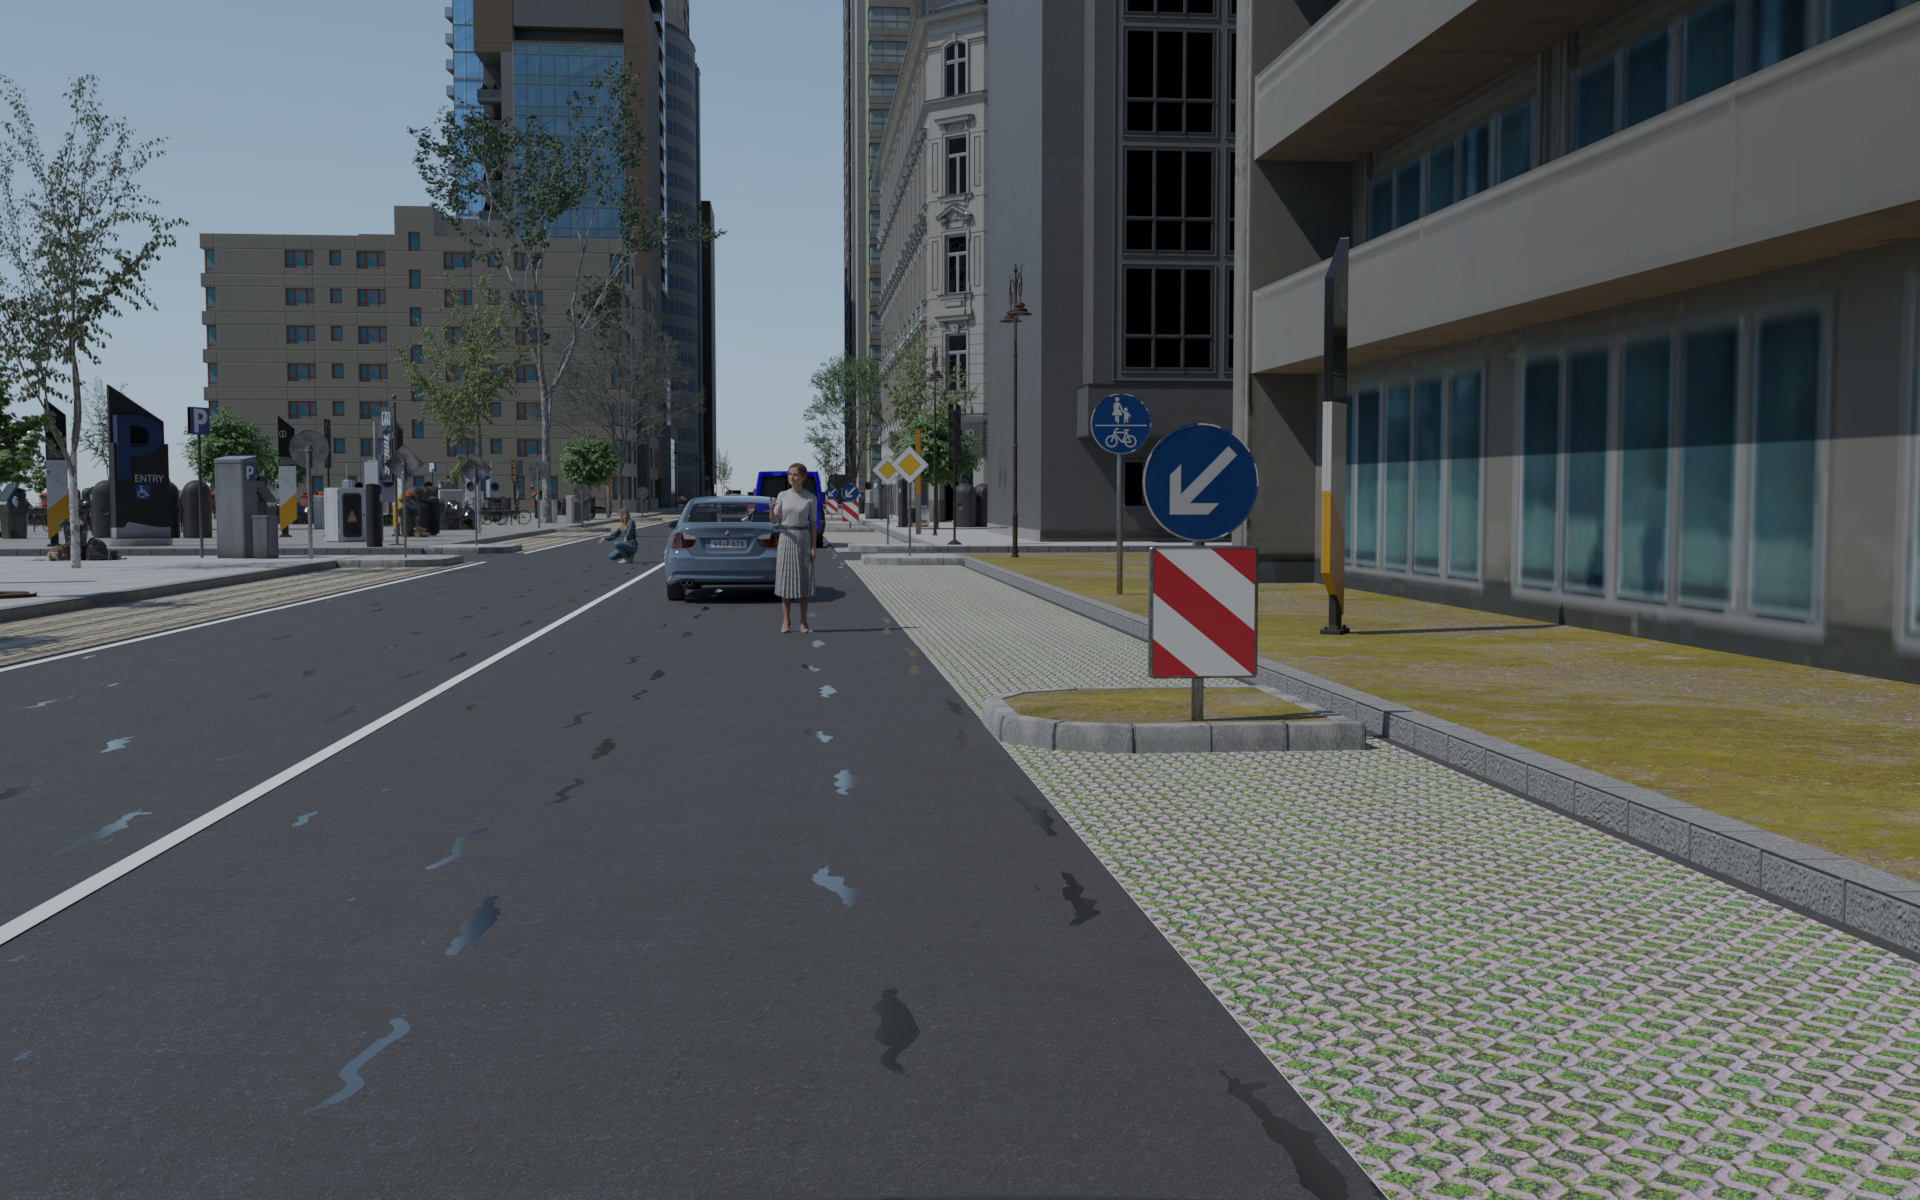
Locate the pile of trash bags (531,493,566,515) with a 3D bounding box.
[{"bbox_3d":[-24.075,-5.769,104.079,3.447,1.369,1.912,-2,4,-33],"label":"pile of trash bags"}]

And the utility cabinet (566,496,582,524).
[{"bbox_3d":[-16.879,-3.950,75.743,0.306,1.237,1.020,1,4,11],"label":"utility cabinet"}]

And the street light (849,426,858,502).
[{"bbox_3d":[-7.148,-8.908,118.437,0.468,5.910,1.993,0,4,-6],"label":"street light"}]

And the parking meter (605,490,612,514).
[{"bbox_3d":[-22.209,-6.178,109.415,0.372,1.533,0.369,0,3,0],"label":"parking meter"}]

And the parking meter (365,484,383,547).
[{"bbox_3d":[-14.169,-2.047,41.884,0.372,1.533,0.369,0,3,0],"label":"parking meter"}]

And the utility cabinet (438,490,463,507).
[{"bbox_3d":[-25.857,-4.851,87.989,1.173,1.500,0.318,-2,4,-32],"label":"utility cabinet"}]

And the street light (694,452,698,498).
[{"bbox_3d":[-28.082,-12.956,184.612,0.468,5.910,1.993,0,4,-6],"label":"street light"}]

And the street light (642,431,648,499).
[{"bbox_3d":[-21.624,-8.943,119.007,0.468,5.910,1.993,0,4,-6],"label":"street light"}]

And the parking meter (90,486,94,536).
[{"bbox_3d":[-26.577,-2.750,53.379,0.372,1.533,0.369,0,3,0],"label":"parking meter"}]

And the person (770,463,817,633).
[{"bbox_3d":[-1.717,-0.536,17.839,0.480,1.755,0.524,0,4,-2],"label":"person"}]

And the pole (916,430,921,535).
[{"bbox_3d":[-1.316,-3.735,54.907,0.158,3.312,0.155,0,3,0],"label":"pole"}]

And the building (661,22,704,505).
[{"bbox_3d":[-43.123,-41.069,213.475,21.231,58.520,28.212,0,4,-6],"label":"building"}]

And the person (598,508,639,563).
[{"bbox_3d":[-7.000,-1.340,35.910,0.738,1.151,1.012,-2,4,-30],"label":"person"}]

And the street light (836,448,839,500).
[{"bbox_3d":[-11.506,-11.561,161.812,0.468,5.910,1.993,0,4,-6],"label":"street light"}]

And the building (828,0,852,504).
[{"bbox_3d":[-6.299,-47.701,218.156,20.563,71.187,20.611,0,4,-6],"label":"building"}]

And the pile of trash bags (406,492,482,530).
[{"bbox_3d":[-18.681,-3.171,61.601,1.912,1.369,3.447,1,4,19],"label":"pile of trash bags"}]

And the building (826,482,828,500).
[{"bbox_3d":[-4.380,-35.144,266.487,32.217,40.220,23.993,0,4,-6],"label":"building"}]

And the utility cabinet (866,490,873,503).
[{"bbox_3d":[-4.523,-5.093,91.942,0.318,1.500,1.173,2,4,35],"label":"utility cabinet"}]

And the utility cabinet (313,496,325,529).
[{"bbox_3d":[-23.342,-3.193,63.372,0.306,1.237,1.020,0,4,-3],"label":"utility cabinet"}]

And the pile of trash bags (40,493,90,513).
[{"bbox_3d":[-51.586,-5.491,99.536,3.447,1.369,1.912,2,4,24],"label":"pile of trash bags"}]

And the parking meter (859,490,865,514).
[{"bbox_3d":[-6.318,-6.303,111.457,0.372,1.533,0.369,0,3,0],"label":"parking meter"}]

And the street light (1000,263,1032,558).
[{"bbox_3d":[1.115,-3.797,34.869,0.468,5.910,1.993,0,4,-6],"label":"street light"}]

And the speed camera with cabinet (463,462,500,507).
[{"bbox_3d":[-29.556,-6.904,107.212,2.038,3.252,0.660,-3,4,-38],"label":"speed camera with cabinet"}]

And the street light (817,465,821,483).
[{"bbox_3d":[-19.687,-16.623,244.574,0.468,5.910,1.993,0,4,-6],"label":"street light"}]

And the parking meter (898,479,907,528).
[{"bbox_3d":[-2.198,-3.718,66.493,0.255,1.863,0.399,-2,4,-25],"label":"parking meter"}]

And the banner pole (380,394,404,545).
[{"bbox_3d":[-14.374,-3.284,43.719,0.863,3.779,0.401,3,5,40],"label":"banner pole"}]

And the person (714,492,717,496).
[{"bbox_3d":[-26.098,-10.735,184.931,0.530,1.710,0.541,1,4,18],"label":"person"}]

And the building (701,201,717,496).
[{"bbox_3d":[-43.376,-37.065,256.128,14.600,45.320,14.200,0,4,-6],"label":"building"}]

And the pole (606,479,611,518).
[{"bbox_3d":[-18.741,-6.020,92.278,0.158,3.312,0.155,0,3,0],"label":"pole"}]

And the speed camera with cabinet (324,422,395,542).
[{"bbox_3d":[-16.193,-3.210,46.821,0.660,3.252,2.038,2,4,30],"label":"speed camera with cabinet"}]

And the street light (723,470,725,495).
[{"bbox_3d":[-36.414,-18.021,267.436,0.468,5.910,1.993,0,4,-6],"label":"street light"}]

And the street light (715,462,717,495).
[{"bbox_3d":[-33.021,-16.018,234.686,0.468,5.910,1.993,0,4,-6],"label":"street light"}]

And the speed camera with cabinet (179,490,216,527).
[{"bbox_3d":[-29.834,-4.533,68.445,2.038,3.252,0.660,-1,4,-22],"label":"speed camera with cabinet"}]

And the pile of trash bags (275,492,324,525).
[{"bbox_3d":[-27.805,-3.893,73.398,3.447,1.369,1.912,3,5,41],"label":"pile of trash bags"}]

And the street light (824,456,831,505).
[{"bbox_3d":[-14.701,-13.544,194.228,0.468,5.910,1.993,0,4,-6],"label":"street light"}]

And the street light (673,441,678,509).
[{"bbox_3d":[-24.848,-10.926,151.420,0.468,5.910,1.993,0,4,-6],"label":"street light"}]

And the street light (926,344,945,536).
[{"bbox_3d":[-0.772,-4.932,53.424,0.468,5.910,1.993,0,4,-6],"label":"street light"}]

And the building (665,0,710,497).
[{"bbox_3d":[-45.128,-48.880,237.435,20.563,71.187,20.611,0,4,-6],"label":"building"}]

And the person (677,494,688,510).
[{"bbox_3d":[-19.500,-6.727,121.675,0.628,1.438,0.799,2,4,23],"label":"person"}]

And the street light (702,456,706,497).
[{"bbox_3d":[-29.860,-14.035,202.267,0.468,5.910,1.993,0,4,-6],"label":"street light"}]

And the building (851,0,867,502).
[{"bbox_3d":[0.501,-37.755,159.292,21.231,58.520,28.212,0,4,-6],"label":"building"}]

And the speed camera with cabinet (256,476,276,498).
[{"bbox_3d":[-32.909,-5.308,81.129,0.660,3.252,2.038,1,4,13],"label":"speed camera with cabinet"}]

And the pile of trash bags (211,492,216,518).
[{"bbox_3d":[-39.310,-5.188,94.576,3.447,1.369,1.912,-3,4,-36],"label":"pile of trash bags"}]

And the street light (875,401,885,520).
[{"bbox_3d":[-3.926,-6.926,86.024,0.468,5.910,1.993,0,4,-6],"label":"street light"}]
